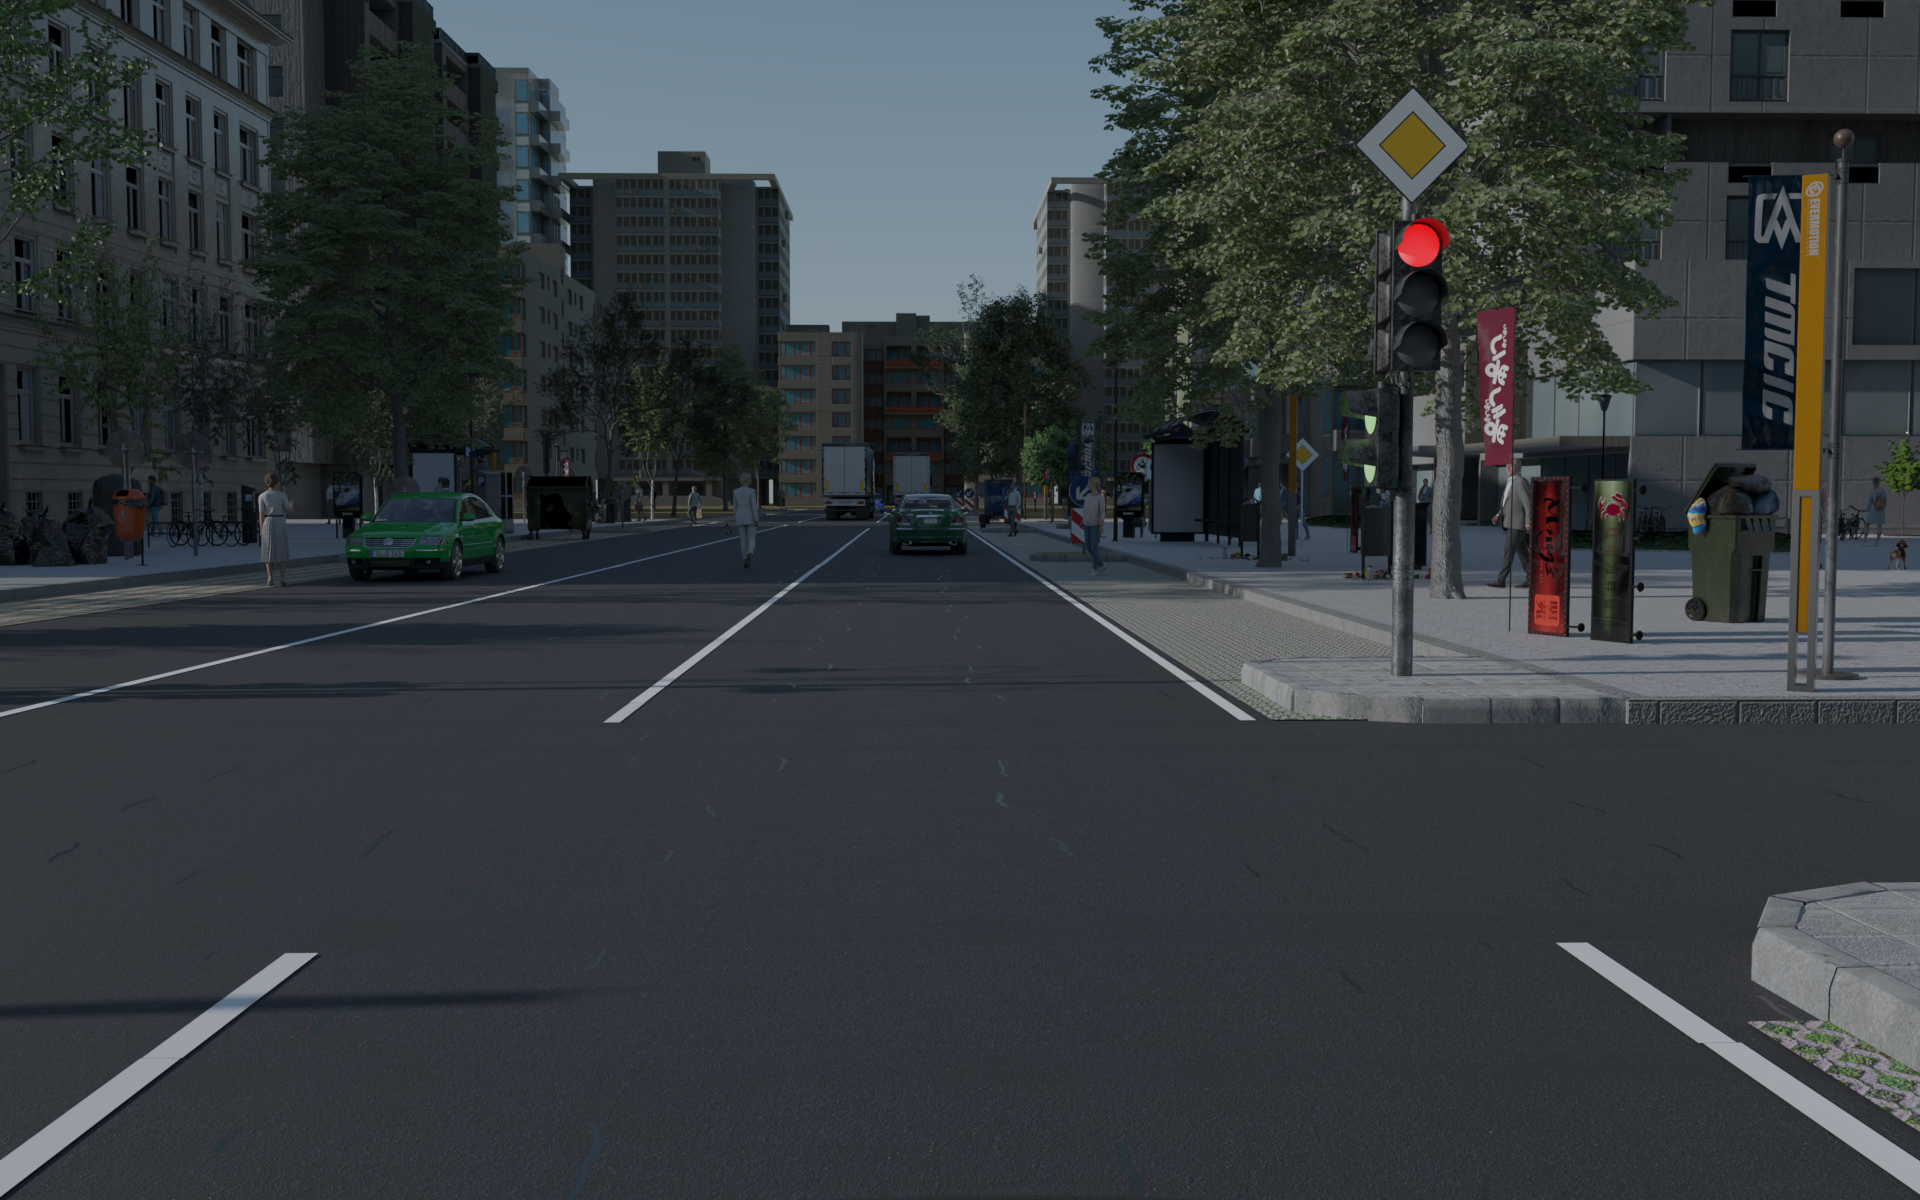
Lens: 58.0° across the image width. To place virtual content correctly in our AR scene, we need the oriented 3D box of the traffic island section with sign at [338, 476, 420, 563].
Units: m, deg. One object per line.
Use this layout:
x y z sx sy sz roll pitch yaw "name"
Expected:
-11.804 -1.704 36.486 1.989 1.847 2.006 0 4 -1 "traffic island section with sign"

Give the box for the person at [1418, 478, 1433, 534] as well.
15.001 -3.029 55.843 0.520 1.790 0.573 1 4 21 "person"

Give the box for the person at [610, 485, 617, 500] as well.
-20.582 -5.924 102.995 0.705 1.812 1.348 1 4 12 "person"

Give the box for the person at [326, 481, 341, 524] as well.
-26.783 -4.152 74.036 0.850 1.850 0.679 2 4 30 "person"

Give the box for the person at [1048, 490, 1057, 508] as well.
8.314 -9.368 159.732 1.217 1.766 0.721 0 4 5 "person"

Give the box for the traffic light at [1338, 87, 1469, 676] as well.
3.108 -1.420 12.142 0.839 4.253 0.868 0 4 -1 "traffic light"

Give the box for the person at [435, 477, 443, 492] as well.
-16.247 -2.936 54.154 0.391 1.810 0.635 -2 4 -28 "person"

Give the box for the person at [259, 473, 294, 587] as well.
-10.570 -1.085 26.812 0.480 1.755 0.524 -1 4 -13 "person"

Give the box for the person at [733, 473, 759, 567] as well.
-4.142 -1.536 33.495 0.514 1.842 0.818 0 4 0 "person"

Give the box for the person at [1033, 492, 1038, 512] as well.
5.312 -6.991 123.568 0.599 1.433 0.991 1 4 9 "person"

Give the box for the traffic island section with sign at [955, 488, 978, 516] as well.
0.494 -6.474 114.475 1.989 1.847 2.006 0 4 -1 "traffic island section with sign"

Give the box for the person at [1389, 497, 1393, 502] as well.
22.283 -4.955 90.311 1.065 1.426 0.557 -2 4 -34 "person"

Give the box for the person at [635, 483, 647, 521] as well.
-15.286 -4.663 82.409 0.709 1.813 0.853 3 4 37 "person"

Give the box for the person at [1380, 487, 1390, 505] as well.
14.311 -3.201 58.605 0.641 1.798 0.478 3 5 41 "person"

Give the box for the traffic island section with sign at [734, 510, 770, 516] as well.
-13.830 -6.468 114.379 1.989 1.847 2.006 0 4 -1 "traffic island section with sign"

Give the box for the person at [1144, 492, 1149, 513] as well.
12.787 -6.644 117.907 0.697 1.427 0.421 2 4 33 "person"

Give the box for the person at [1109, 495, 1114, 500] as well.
10.326 -6.526 112.763 1.348 1.822 0.705 -2 4 -32 "person"

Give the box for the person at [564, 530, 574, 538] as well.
-12.644 -2.894 56.081 0.793 1.790 0.793 -1 4 -23 "person"

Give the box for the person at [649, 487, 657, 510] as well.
-25.496 -8.457 143.945 0.705 1.869 1.348 -3 4 -36 "person"

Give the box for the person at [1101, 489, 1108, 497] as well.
13.262 -9.388 160.326 1.217 1.735 0.721 -3 4 -38 "person"

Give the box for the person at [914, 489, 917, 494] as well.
-2.844 -6.427 114.312 0.721 1.736 1.217 -1 4 -15 "person"

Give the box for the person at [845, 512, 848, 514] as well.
-8.228 -7.114 125.529 0.721 1.735 1.217 -1 4 -16 "person"

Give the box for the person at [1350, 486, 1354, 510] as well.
20.610 -5.109 90.385 0.445 1.727 0.742 -2 4 -34 "person"

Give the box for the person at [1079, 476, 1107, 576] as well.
2.352 -1.287 30.214 0.731 1.740 0.598 3 5 45 "person"

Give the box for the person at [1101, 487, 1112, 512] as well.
10.094 -7.069 121.719 1.348 1.812 0.705 1 4 12 "person"

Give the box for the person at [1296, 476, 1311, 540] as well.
9.441 -2.565 48.332 0.721 1.781 0.623 -3 4 -38 "person"

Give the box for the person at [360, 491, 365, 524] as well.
-25.428 -4.074 73.222 0.524 1.755 0.480 0 4 4 "person"

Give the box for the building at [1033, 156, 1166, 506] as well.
21.125 -31.171 201.534 23.993 40.220 32.217 0 4 -1 "building"

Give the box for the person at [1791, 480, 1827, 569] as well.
14.641 -1.456 29.862 0.555 1.821 0.388 1 4 16 "person"

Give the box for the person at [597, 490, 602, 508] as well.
-30.865 -8.609 148.277 0.593 1.643 0.415 2 4 27 "person"

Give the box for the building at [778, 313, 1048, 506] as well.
-5.296 -21.645 198.932 28.899 21.520 27.650 0 4 -1 "building"

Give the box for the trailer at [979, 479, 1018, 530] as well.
1.479 -3.799 69.159 1.471 1.999 3.904 0 4 -2 "trailer"

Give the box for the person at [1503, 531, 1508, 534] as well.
17.527 -2.988 55.085 0.526 1.800 0.537 2 4 24 "person"

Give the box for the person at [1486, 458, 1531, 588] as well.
7.480 -1.046 23.535 0.834 1.777 0.661 -1 4 -13 "person"

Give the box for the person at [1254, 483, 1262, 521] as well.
14.108 -4.649 82.068 0.620 1.820 0.660 -2 4 -34 "person"

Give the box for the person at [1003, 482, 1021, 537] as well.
1.742 -3.031 58.155 0.679 1.850 0.850 2 4 32 "person"

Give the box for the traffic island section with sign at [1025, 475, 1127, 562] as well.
2.501 -1.747 37.184 1.989 1.847 2.006 0 4 -1 "traffic island section with sign"

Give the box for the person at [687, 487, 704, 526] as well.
-11.808 -4.187 77.447 0.515 1.767 0.782 3 5 43 "person"

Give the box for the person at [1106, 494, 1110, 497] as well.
13.631 -9.609 163.978 1.217 1.723 0.721 0 4 -2 "person"

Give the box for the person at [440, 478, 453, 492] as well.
-11.299 -1.793 38.090 0.678 1.792 0.850 -2 4 -25 "person"

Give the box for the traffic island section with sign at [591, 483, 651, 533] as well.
-12.519 -3.395 64.140 1.989 1.847 2.006 0 4 -1 "traffic island section with sign"

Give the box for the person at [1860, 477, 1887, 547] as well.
22.289 -2.147 42.153 0.512 1.701 0.522 0 4 -1 "person"

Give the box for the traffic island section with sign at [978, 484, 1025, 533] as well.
1.792 -3.418 64.517 1.989 1.847 2.006 0 4 -1 "traffic island section with sign"

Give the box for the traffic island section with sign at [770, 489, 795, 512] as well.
-14.537 -8.118 141.350 1.989 1.847 2.006 0 4 -1 "traffic island section with sign"

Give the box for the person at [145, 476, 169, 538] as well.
-23.666 -2.738 50.793 0.713 1.824 0.794 1 4 9 "person"

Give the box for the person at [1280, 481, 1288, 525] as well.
13.245 -3.958 70.782 0.654 1.822 0.581 0 4 1 "person"
